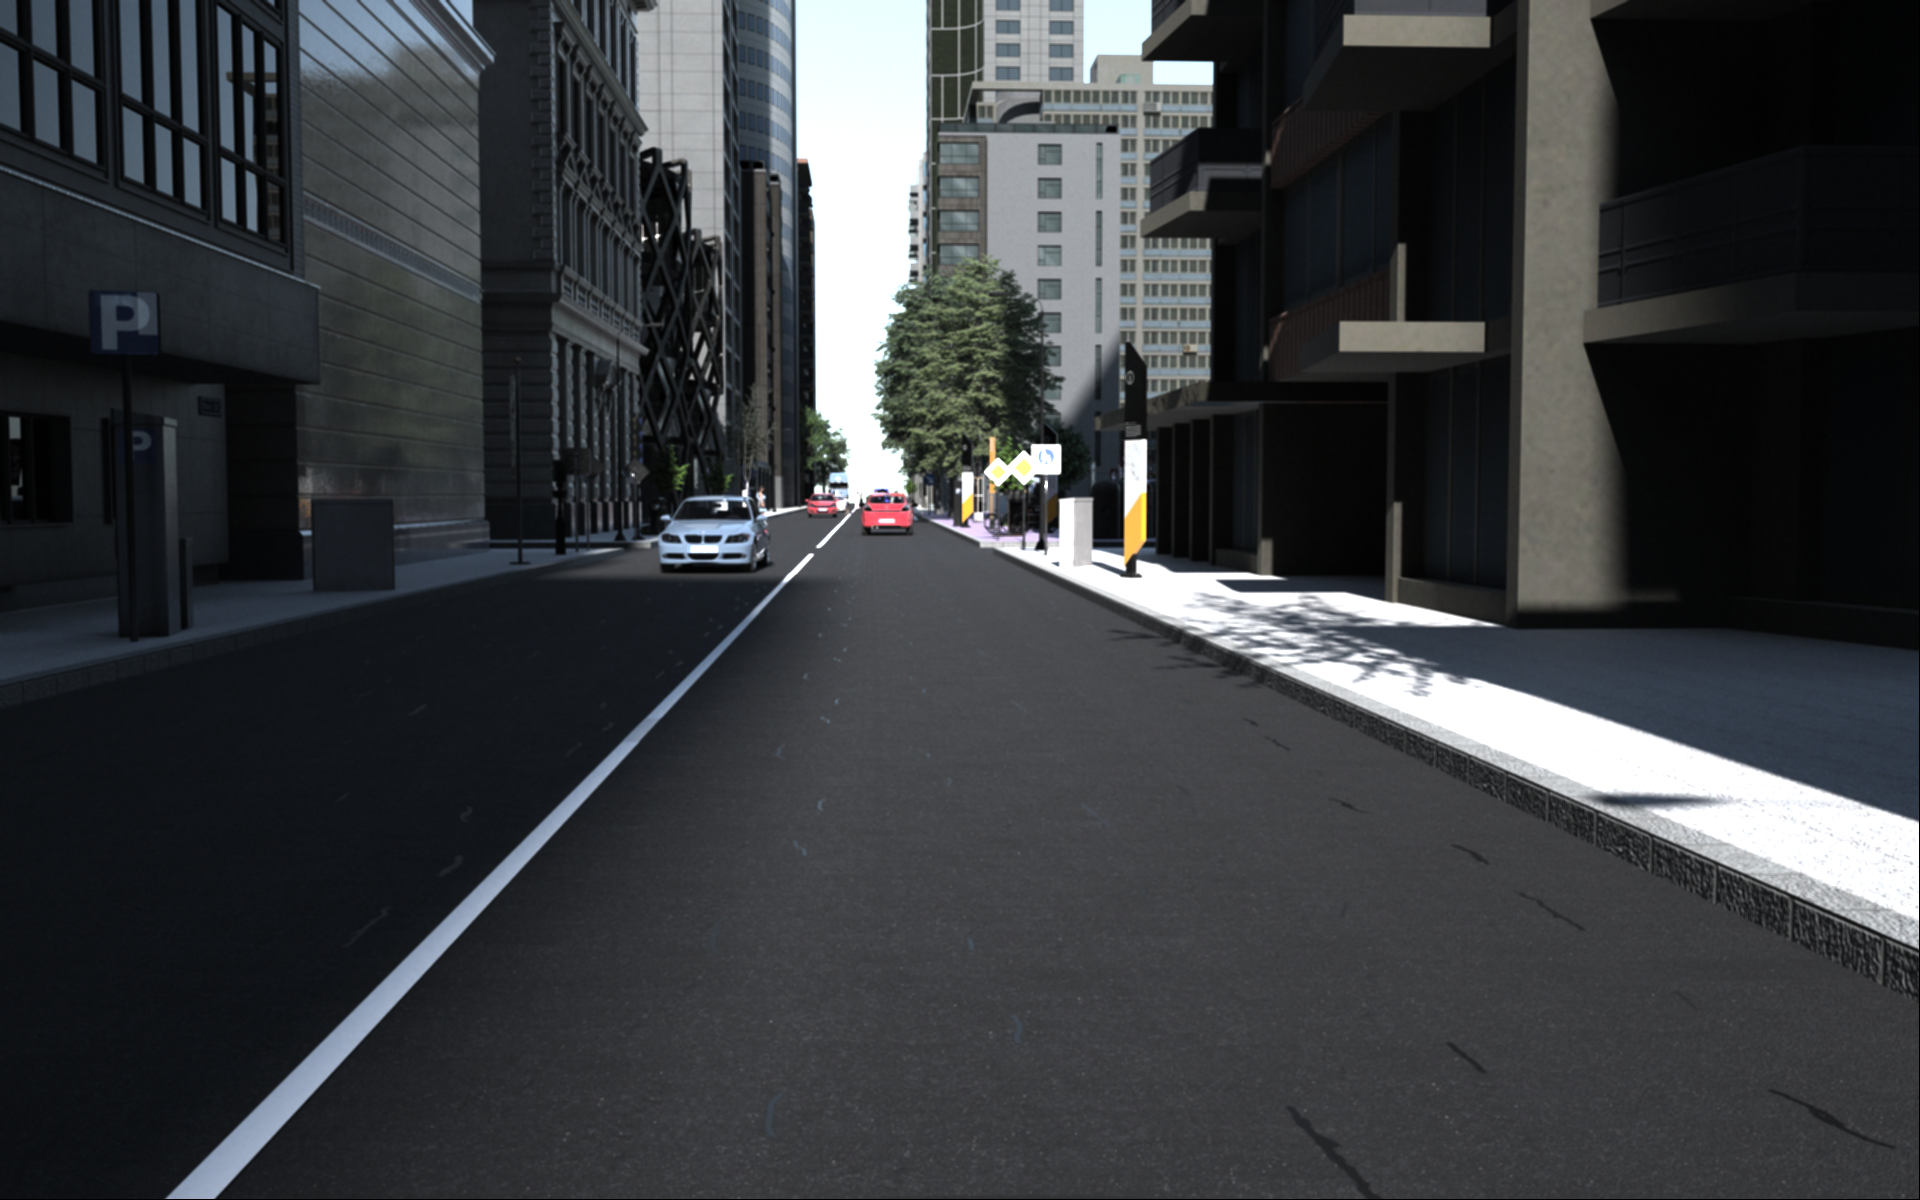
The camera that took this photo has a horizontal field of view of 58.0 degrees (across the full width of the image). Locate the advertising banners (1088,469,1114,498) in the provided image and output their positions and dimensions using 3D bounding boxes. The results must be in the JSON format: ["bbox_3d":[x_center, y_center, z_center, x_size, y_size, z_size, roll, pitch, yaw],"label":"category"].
[{"bbox_3d":[9.897,-7.570,119.957,2.074,3.025,0.090,1,4,16],"label":"advertising banners"}]

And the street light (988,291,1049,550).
[{"bbox_3d":[1.345,-4.115,39.823,1.470,5.913,1.316,0,4,-3],"label":"street light"}]

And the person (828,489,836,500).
[{"bbox_3d":[-10.223,-7.772,135.586,1.348,1.822,0.705,-3,4,-37],"label":"person"}]

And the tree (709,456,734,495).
[{"bbox_3d":[-12.101,-5.676,87.408,1.663,3.219,1.824,0,3,0],"label":"tree"}]

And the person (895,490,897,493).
[{"bbox_3d":[-4.594,-7.083,125.026,1.217,1.735,0.721,-1,4,-11],"label":"person"}]

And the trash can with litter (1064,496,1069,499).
[{"bbox_3d":[6.732,-5.688,104.380,1.055,1.170,0.624,-1,4,-16],"label":"trash can with litter"}]

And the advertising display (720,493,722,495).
[{"bbox_3d":[-17.024,-7.042,120.342,0.974,1.923,0.123,0,4,3],"label":"advertising display"}]

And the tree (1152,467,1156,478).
[{"bbox_3d":[11.901,-6.606,102.616,1.663,3.219,1.824,0,3,0],"label":"tree"}]

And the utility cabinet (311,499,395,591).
[{"bbox_3d":[-8.092,-0.730,23.092,1.020,1.237,0.306,-1,4,-23],"label":"utility cabinet"}]

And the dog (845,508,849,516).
[{"bbox_3d":[-7.394,-5.754,113.365,0.540,0.507,0.406,2,4,29],"label":"dog"}]

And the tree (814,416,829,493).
[{"bbox_3d":[-21.974,-22.815,279.677,9.857,13.997,8.962,0,3,0],"label":"tree"}]

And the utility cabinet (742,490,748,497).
[{"bbox_3d":[-11.557,-5.156,92.986,0.318,1.500,1.173,0,4,-5],"label":"utility cabinet"}]

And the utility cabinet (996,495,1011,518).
[{"bbox_3d":[2.226,-4.917,91.548,1.020,1.237,0.306,-3,4,-38],"label":"utility cabinet"}]

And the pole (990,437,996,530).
[{"bbox_3d":[1.168,-4.171,62.046,0.158,3.312,0.155,0,3,0],"label":"pole"}]

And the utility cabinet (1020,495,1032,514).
[{"bbox_3d":[3.145,-4.067,77.655,1.020,1.237,0.306,3,5,43],"label":"utility cabinet"}]

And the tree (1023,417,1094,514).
[{"bbox_3d":[4.135,-5.538,74.258,4.285,4.588,4.351,0,3,0],"label":"tree"}]

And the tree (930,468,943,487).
[{"bbox_3d":[-1.387,-10.787,126.727,4.737,8.622,4.395,0,3,0],"label":"tree"}]

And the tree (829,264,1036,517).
[{"bbox_3d":[-0.395,-11.521,95.017,9.857,13.997,8.962,0,3,0],"label":"tree"}]

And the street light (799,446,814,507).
[{"bbox_3d":[-14.938,-11.910,167.274,1.470,5.913,1.316,0,4,-3],"label":"street light"}]

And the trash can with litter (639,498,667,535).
[{"bbox_3d":[-9.682,-2.627,54.334,1.055,1.170,0.624,3,4,39],"label":"trash can with litter"}]

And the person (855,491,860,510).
[{"bbox_3d":[-9.415,-9.184,159.326,0.621,1.740,0.551,-3,5,-43],"label":"person"}]

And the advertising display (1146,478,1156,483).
[{"bbox_3d":[7.725,-3.863,68.366,0.974,1.923,0.123,1,4,11],"label":"advertising display"}]

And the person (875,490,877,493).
[{"bbox_3d":[-6.363,-7.540,132.303,1.217,1.766,0.721,-1,4,-19],"label":"person"}]

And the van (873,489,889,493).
[{"bbox_3d":[-8.727,-11.523,192.776,2.240,2.365,5.245,0,4,-1],"label":"van"}]

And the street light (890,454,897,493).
[{"bbox_3d":[-7.041,-13.849,198.969,1.470,5.913,1.316,0,4,-3],"label":"street light"}]

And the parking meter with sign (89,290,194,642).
[{"bbox_3d":[-7.381,-1.193,15.764,0.543,3.016,1.738,-1,4,-14],"label":"parking meter with sign"}]

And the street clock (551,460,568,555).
[{"bbox_3d":[-8.480,-1.966,36.718,0.358,2.002,0.471,-1,4,-21],"label":"street clock"}]

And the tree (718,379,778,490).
[{"bbox_3d":[-13.788,-9.881,111.909,4.360,8.622,3.978,0,3,0],"label":"tree"}]

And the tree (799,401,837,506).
[{"bbox_3d":[-17.643,-16.319,192.578,9.928,11.665,9.643,0,3,0],"label":"tree"}]

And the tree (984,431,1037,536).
[{"bbox_3d":[1.396,-3.568,52.933,1.663,3.219,1.824,0,3,0],"label":"tree"}]

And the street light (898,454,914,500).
[{"bbox_3d":[-4.714,-11.201,155.684,1.470,5.913,1.316,0,4,-3],"label":"street light"}]

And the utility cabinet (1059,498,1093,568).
[{"bbox_3d":[2.043,-1.187,30.577,0.306,1.237,1.020,1,4,23],"label":"utility cabinet"}]

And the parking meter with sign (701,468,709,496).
[{"bbox_3d":[-16.686,-7.312,115.809,0.543,3.016,1.738,-2,4,-34],"label":"parking meter with sign"}]

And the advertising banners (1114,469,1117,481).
[{"bbox_3d":[9.592,-6.079,95.585,2.074,3.025,0.090,-2,4,-25],"label":"advertising banners"}]

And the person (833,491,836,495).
[{"bbox_3d":[-10.831,-8.587,149.719,1.217,1.723,0.721,1,4,21],"label":"person"}]

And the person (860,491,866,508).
[{"bbox_3d":[-10.028,-10.157,175.348,1.217,1.735,0.721,2,4,33],"label":"person"}]

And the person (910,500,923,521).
[{"bbox_3d":[-2.457,-4.503,87.626,1.012,1.151,0.738,2,4,33],"label":"person"}]

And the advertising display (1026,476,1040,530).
[{"bbox_3d":[2.832,-3.516,62.706,0.974,1.923,0.123,-2,4,-30],"label":"advertising display"}]

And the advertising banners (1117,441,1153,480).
[{"bbox_3d":[5.769,-3.665,56.117,0.090,3.025,2.074,-2,4,-28],"label":"advertising banners"}]

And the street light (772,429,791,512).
[{"bbox_3d":[-12.716,-9.241,123.637,1.470,5.913,1.316,0,4,-3],"label":"street light"}]

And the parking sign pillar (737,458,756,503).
[{"bbox_3d":[-14.639,-7.983,118.989,1.447,3.967,1.447,-3,5,-44],"label":"parking sign pillar"}]

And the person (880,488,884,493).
[{"bbox_3d":[-5.808,-7.460,130.104,1.348,1.869,0.705,1,4,10],"label":"person"}]

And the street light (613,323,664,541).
[{"bbox_3d":[-8.748,-4.565,47.182,1.470,5.913,1.316,0,4,-3],"label":"street light"}]

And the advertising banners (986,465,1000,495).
[{"bbox_3d":[1.972,-6.615,104.350,0.090,3.025,2.074,2,4,26],"label":"advertising banners"}]

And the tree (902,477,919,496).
[{"bbox_3d":[-4.900,-10.817,171.463,1.663,3.219,1.824,0,3,0],"label":"tree"}]

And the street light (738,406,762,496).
[{"bbox_3d":[-11.068,-7.244,90.985,1.470,5.913,1.316,0,4,-3],"label":"street light"}]

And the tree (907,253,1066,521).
[{"bbox_3d":[1.289,-10.039,82.270,7.486,12.596,7.792,0,3,0],"label":"tree"}]

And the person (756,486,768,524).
[{"bbox_3d":[-9.357,-4.446,81.285,0.778,1.811,0.616,-1,4,-12],"label":"person"}]

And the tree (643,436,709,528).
[{"bbox_3d":[-9.726,-3.875,57.962,1.663,3.219,1.824,0,3,0],"label":"tree"}]
